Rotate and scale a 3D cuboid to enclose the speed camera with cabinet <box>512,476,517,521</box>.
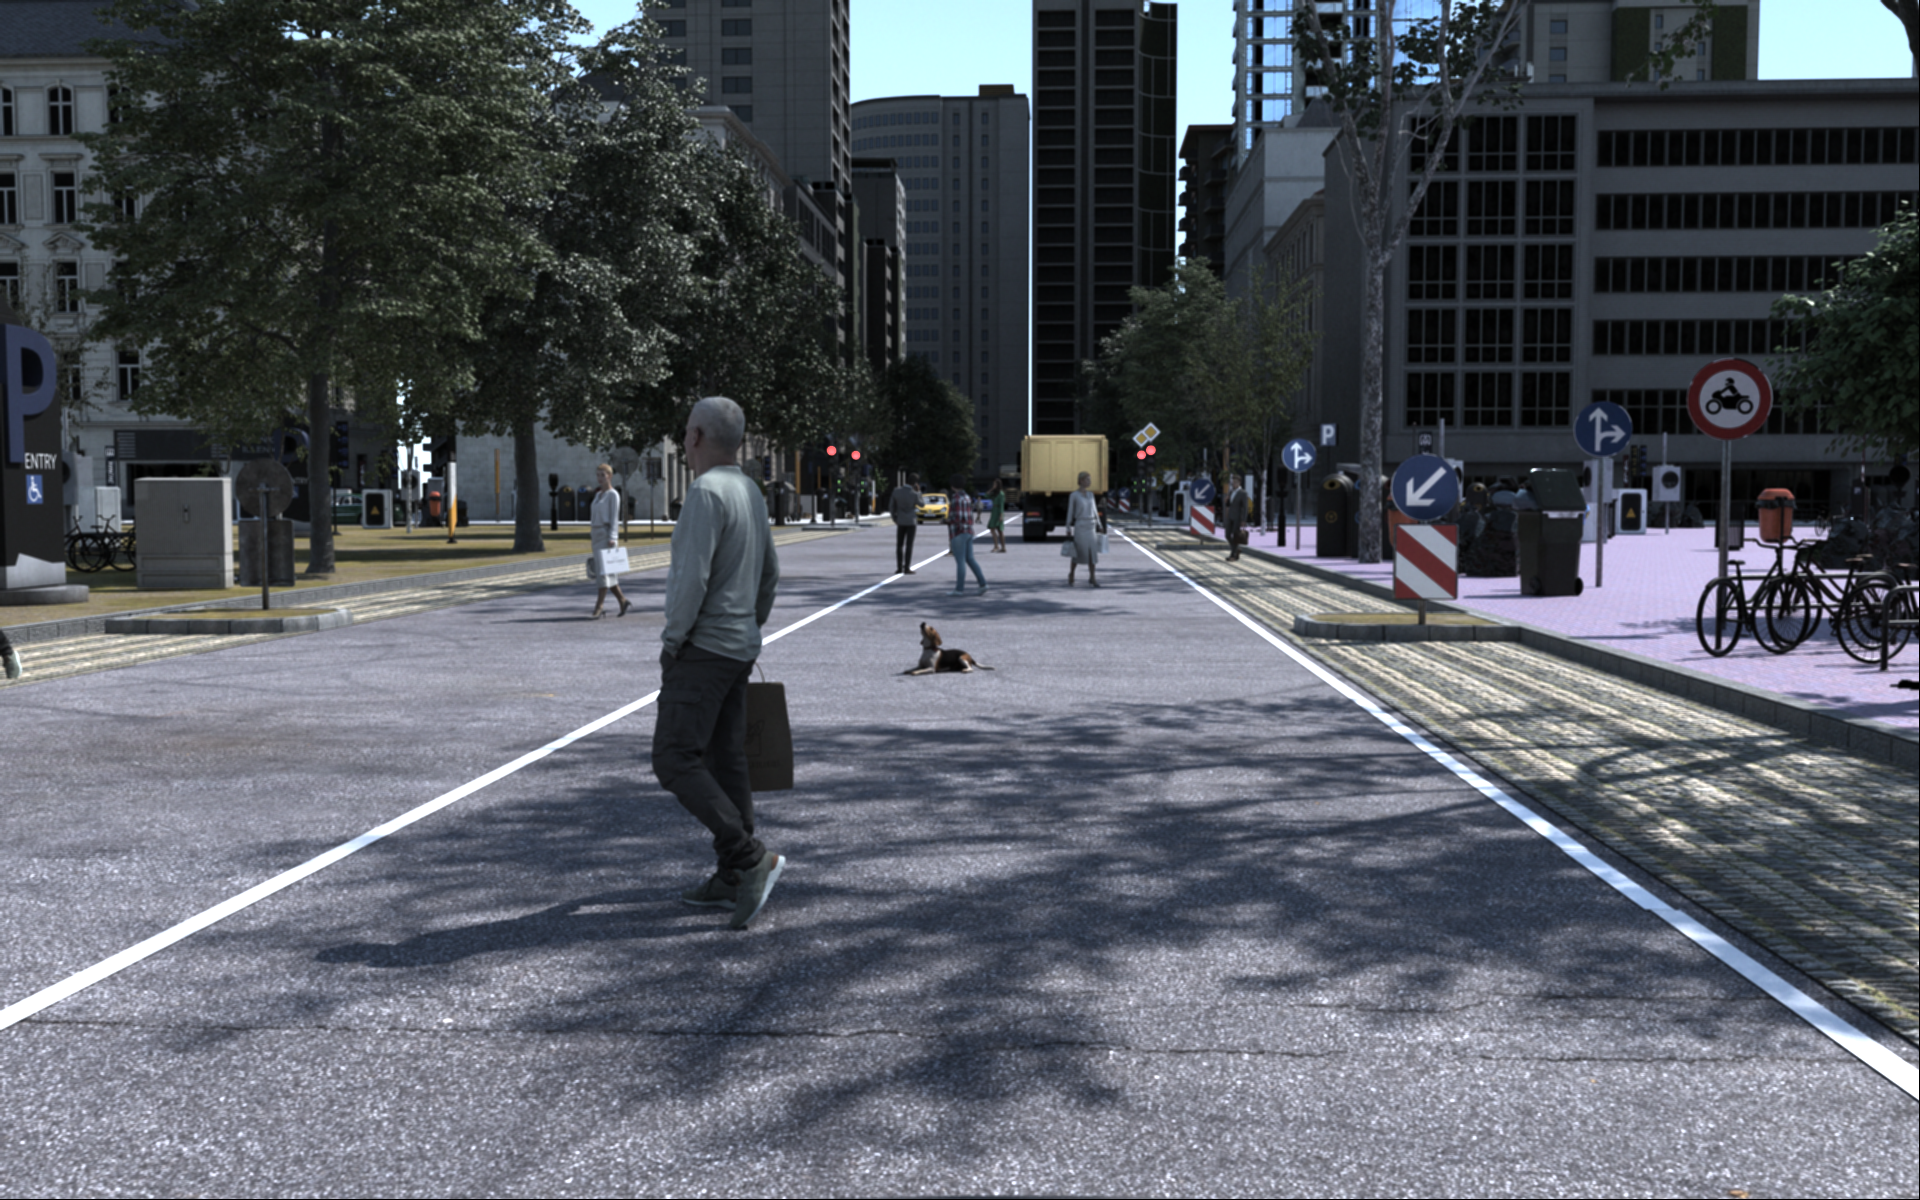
[{"bbox_3d":[-21.126,-5.430,83.111,0.660,3.252,2.038,-1,4,-19],"label":"speed camera with cabinet"}]

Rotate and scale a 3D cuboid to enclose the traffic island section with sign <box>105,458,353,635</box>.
[{"bbox_3d":[-7.659,-0.604,18.497,1.989,1.847,2.006,0,4,3],"label":"traffic island section with sign"}]

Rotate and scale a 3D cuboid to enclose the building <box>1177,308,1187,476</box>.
[{"bbox_3d":[38.303,-29.125,247.896,14.107,30.474,14.160,0,4,3],"label":"building"}]

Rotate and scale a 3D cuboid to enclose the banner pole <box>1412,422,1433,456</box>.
[{"bbox_3d":[16.101,-4.317,60.594,0.863,3.779,0.401,1,4,11],"label":"banner pole"}]

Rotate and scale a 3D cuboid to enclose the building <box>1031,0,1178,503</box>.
[{"bbox_3d":[20.792,-49.675,250.433,20.611,71.187,20.563,0,4,3],"label":"building"}]

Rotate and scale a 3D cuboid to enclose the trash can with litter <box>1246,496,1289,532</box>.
[{"bbox_3d":[10.418,-2.946,59.227,1.678,1.210,2.233,1,4,23],"label":"trash can with litter"}]

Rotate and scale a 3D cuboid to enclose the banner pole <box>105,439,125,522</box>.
[{"bbox_3d":[-38.644,-5.451,79.141,0.401,3.779,0.863,2,4,32],"label":"banner pole"}]

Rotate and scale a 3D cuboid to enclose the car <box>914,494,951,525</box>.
[{"bbox_3d":[-1.268,-4.421,82.512,2.015,1.641,3.980,0,4,4],"label":"car"}]

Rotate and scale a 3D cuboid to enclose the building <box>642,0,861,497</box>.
[{"bbox_3d":[-19.643,-45.132,176.161,20.563,71.187,20.611,0,4,3],"label":"building"}]

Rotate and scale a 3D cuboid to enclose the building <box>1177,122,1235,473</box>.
[{"bbox_3d":[36.786,-33.498,202.321,22.147,44.769,28.867,0,4,3],"label":"building"}]

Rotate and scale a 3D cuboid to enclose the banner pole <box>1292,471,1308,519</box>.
[{"bbox_3d":[17.490,-6.066,89.195,0.863,3.779,0.401,1,4,21],"label":"banner pole"}]

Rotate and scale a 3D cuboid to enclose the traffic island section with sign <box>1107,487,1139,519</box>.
[{"bbox_3d":[9.359,-5.595,100.099,1.989,1.847,2.006,0,4,3],"label":"traffic island section with sign"}]

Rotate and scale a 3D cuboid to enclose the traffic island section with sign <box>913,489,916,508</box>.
[{"bbox_3d":[-2.778,-5.639,100.825,1.989,1.847,2.006,0,4,3],"label":"traffic island section with sign"}]

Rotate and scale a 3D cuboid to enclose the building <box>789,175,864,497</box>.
[{"bbox_3d":[-17.028,-23.730,159.693,14.160,30.474,14.107,0,4,3],"label":"building"}]

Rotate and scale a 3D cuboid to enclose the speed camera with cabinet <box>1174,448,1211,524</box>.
[{"bbox_3d":[10.094,-4.950,75.267,0.660,3.252,2.038,-2,4,-26],"label":"speed camera with cabinet"}]

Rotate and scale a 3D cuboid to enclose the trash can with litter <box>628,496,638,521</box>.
[{"bbox_3d":[-15.809,-4.388,83.136,0.624,1.170,1.055,0,4,-8],"label":"trash can with litter"}]

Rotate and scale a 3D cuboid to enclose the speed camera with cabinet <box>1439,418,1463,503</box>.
[{"bbox_3d":[12.200,-3.085,44.778,2.038,3.252,0.660,-3,5,-41],"label":"speed camera with cabinet"}]

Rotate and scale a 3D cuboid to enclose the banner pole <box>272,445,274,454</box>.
[{"bbox_3d":[-30.521,-5.377,77.935,0.863,3.779,0.401,-1,4,-9],"label":"banner pole"}]

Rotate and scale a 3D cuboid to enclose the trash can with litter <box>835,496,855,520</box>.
[{"bbox_3d":[-5.785,-4.664,87.645,1.055,1.170,0.624,2,4,24],"label":"trash can with litter"}]

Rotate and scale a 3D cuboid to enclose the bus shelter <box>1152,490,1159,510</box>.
[{"bbox_3d":[15.210,-8.536,133.488,2.014,3.302,5.546,0,4,3],"label":"bus shelter"}]

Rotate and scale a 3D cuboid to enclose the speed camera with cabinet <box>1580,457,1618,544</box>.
[{"bbox_3d":[16.555,-3.136,45.604,0.660,3.252,2.038,0,4,1],"label":"speed camera with cabinet"}]

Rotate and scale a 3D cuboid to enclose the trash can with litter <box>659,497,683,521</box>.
[{"bbox_3d":[-13.616,-4.293,81.574,1.055,1.170,0.624,-1,4,-16],"label":"trash can with litter"}]

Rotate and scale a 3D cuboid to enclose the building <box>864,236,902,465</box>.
[{"bbox_3d":[-14.090,-25.855,194.433,14.160,30.474,14.107,0,4,3],"label":"building"}]

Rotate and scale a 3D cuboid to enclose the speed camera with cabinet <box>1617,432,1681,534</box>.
[{"bbox_3d":[21.852,-3.724,55.229,2.038,3.252,0.660,0,4,-3],"label":"speed camera with cabinet"}]

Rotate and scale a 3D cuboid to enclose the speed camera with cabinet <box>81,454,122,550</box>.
[{"bbox_3d":[-20.108,-2.790,39.950,2.038,3.252,0.660,3,5,40],"label":"speed camera with cabinet"}]

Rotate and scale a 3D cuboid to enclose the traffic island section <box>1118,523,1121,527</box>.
[{"bbox_3d":[7.907,-3.258,75.543,2.009,0.180,2.903,0,4,3],"label":"traffic island section"}]

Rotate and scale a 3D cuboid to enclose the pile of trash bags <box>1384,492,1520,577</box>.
[{"bbox_3d":[7.873,-1.073,27.289,3.447,1.369,1.912,-3,5,-40],"label":"pile of trash bags"}]

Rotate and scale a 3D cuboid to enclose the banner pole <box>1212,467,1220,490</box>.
[{"bbox_3d":[20.379,-9.082,138.511,0.863,3.779,0.401,-1,4,-14],"label":"banner pole"}]

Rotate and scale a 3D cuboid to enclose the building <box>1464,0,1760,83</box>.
[{"bbox_3d":[75.338,-40.452,203.384,28.212,58.520,21.231,0,4,3],"label":"building"}]

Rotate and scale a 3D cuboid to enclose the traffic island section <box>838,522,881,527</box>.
[{"bbox_3d":[-4.563,-3.303,76.284,2.009,0.180,2.903,0,4,3],"label":"traffic island section"}]

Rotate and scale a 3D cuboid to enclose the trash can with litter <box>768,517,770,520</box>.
[{"bbox_3d":[-9.701,-4.450,84.142,0.624,1.170,1.055,1,4,20],"label":"trash can with litter"}]

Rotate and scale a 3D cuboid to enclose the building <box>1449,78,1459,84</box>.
[{"bbox_3d":[60.441,-43.248,249.100,28.212,58.520,21.231,0,4,3],"label":"building"}]

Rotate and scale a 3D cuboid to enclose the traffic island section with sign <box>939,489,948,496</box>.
[{"bbox_3d":[-1.141,-7.319,128.289,1.989,1.847,2.006,0,4,3],"label":"traffic island section with sign"}]

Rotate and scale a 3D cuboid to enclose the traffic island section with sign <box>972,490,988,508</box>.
[{"bbox_3d":[1.806,-10.376,178.269,1.989,1.847,2.006,0,4,3],"label":"traffic island section with sign"}]

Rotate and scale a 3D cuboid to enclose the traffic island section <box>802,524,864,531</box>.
[{"bbox_3d":[-5.035,-2.815,68.313,2.009,0.180,2.903,0,4,3],"label":"traffic island section"}]

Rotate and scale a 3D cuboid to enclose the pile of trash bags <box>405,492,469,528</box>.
[{"bbox_3d":[-20.013,-3.493,66.861,1.912,1.369,3.447,-1,4,-8],"label":"pile of trash bags"}]

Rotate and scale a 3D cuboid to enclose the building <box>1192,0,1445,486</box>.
[{"bbox_3d":[35.578,-52.489,170.862,22.319,86.520,31.000,0,4,3],"label":"building"}]

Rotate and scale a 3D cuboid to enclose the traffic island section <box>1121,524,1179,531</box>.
[{"bbox_3d":[7.435,-2.770,67.572,2.009,0.180,2.903,0,4,3],"label":"traffic island section"}]

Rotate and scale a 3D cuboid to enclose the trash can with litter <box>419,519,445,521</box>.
[{"bbox_3d":[-24.982,-4.381,82.680,2.233,1.210,1.678,3,5,39],"label":"trash can with litter"}]

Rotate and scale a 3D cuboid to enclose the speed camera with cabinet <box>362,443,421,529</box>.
[{"bbox_3d":[-21.009,-4.261,64.006,2.038,3.252,0.660,-1,4,-10],"label":"speed camera with cabinet"}]

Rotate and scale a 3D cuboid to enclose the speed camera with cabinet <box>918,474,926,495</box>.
[{"bbox_3d":[-3.931,-9.593,151.177,2.038,3.252,0.660,-3,4,-36],"label":"speed camera with cabinet"}]

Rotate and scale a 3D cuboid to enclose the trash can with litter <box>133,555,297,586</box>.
[{"bbox_3d":[-10.839,-0.866,25.222,2.233,1.210,1.678,-2,4,-27],"label":"trash can with litter"}]

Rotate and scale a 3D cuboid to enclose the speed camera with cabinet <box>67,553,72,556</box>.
[{"bbox_3d":[-19.216,-2.512,35.413,2.038,3.252,0.660,-1,4,-19],"label":"speed camera with cabinet"}]

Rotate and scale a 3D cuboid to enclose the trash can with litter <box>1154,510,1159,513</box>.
[{"bbox_3d":[14.318,-6.748,121.388,2.233,1.210,1.678,0,4,3],"label":"trash can with litter"}]

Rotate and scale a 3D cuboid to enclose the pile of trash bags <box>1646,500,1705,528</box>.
[{"bbox_3d":[26.285,-3.415,65.596,3.447,1.369,1.912,-1,4,-16],"label":"pile of trash bags"}]

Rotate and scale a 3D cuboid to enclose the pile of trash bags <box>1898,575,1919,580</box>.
[{"bbox_3d":[15.754,-0.977,25.734,3.447,1.369,1.912,0,4,-4],"label":"pile of trash bags"}]

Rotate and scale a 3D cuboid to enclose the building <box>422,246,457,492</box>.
[{"bbox_3d":[-57.658,-34.569,215.315,14.200,45.320,14.600,0,4,3],"label":"building"}]

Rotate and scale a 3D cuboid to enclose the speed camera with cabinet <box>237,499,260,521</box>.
[{"bbox_3d":[-33.135,-5.362,81.997,2.038,3.252,0.660,-1,4,-14],"label":"speed camera with cabinet"}]

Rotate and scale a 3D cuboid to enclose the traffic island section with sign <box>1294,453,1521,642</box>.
[{"bbox_3d":[4.481,-0.555,17.697,1.989,1.847,2.006,0,4,3],"label":"traffic island section with sign"}]

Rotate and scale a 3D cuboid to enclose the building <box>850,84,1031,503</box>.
[{"bbox_3d":[-3.947,-43.472,252.758,28.212,58.520,21.231,0,4,3],"label":"building"}]

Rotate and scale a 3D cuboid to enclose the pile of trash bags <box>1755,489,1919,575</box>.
[{"bbox_3d":[15.212,-1.194,29.282,3.447,1.369,1.912,0,4,1],"label":"pile of trash bags"}]

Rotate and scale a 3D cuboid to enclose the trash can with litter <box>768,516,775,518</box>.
[{"bbox_3d":[-10.631,-4.894,91.072,2.233,1.210,1.678,-2,4,-32],"label":"trash can with litter"}]

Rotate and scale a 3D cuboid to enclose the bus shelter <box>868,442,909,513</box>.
[{"bbox_3d":[-5.105,-8.821,121.847,2.179,5.291,8.768,0,4,4],"label":"bus shelter"}]

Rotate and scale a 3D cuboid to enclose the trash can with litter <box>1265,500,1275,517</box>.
[{"bbox_3d":[16.157,-4.886,91.272,0.624,1.170,1.055,-3,5,-45],"label":"trash can with litter"}]

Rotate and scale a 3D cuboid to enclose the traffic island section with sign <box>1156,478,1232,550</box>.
[{"bbox_3d":[6.082,-2.205,44.687,1.989,1.847,2.006,0,4,3],"label":"traffic island section with sign"}]
